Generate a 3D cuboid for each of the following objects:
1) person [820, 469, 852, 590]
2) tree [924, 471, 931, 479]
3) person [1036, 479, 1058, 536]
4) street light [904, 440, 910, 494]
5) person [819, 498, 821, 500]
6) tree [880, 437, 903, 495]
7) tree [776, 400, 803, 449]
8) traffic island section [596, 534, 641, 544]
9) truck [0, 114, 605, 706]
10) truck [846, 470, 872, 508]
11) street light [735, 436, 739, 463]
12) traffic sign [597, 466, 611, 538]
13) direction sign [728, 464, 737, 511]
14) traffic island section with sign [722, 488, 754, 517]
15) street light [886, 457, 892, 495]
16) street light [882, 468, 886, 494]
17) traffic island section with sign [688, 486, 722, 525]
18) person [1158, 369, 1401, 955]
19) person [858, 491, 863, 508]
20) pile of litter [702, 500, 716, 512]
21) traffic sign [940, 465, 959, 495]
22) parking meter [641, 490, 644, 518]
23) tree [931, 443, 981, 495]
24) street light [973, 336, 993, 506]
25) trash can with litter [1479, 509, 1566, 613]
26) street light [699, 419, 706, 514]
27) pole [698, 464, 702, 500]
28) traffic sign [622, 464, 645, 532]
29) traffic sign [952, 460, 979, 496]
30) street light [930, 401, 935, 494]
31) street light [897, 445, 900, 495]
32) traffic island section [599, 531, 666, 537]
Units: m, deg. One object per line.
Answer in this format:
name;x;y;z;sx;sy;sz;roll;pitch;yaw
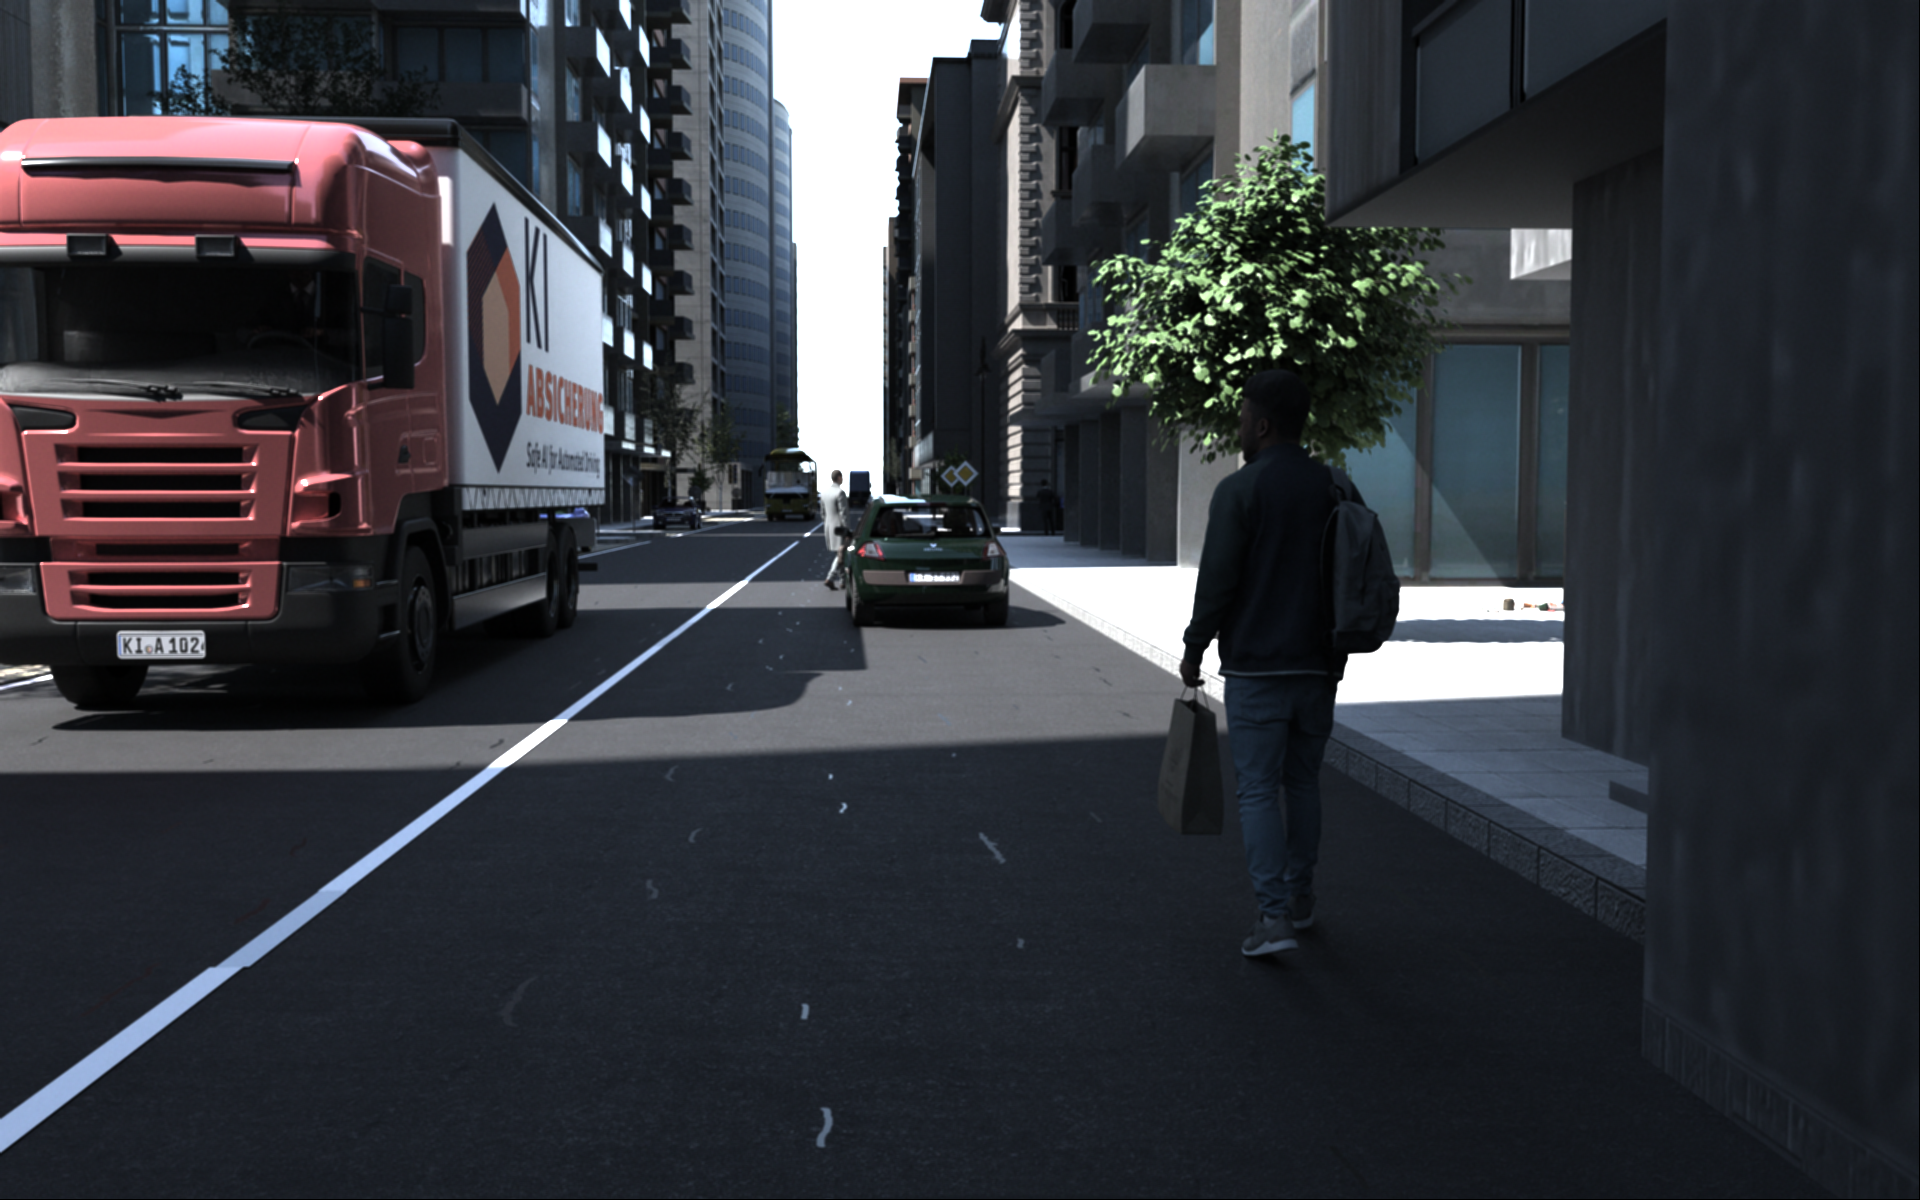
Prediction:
person;-1.797;-1.064;26.002;0.767;1.812;0.694;-3;5;-40
tree;-0.466;-4.791;72.935;1.663;3.219;1.824;0;3;0
person;2.720;-2.857;54.575;0.648;1.900;0.474;-1;4;-18
street light;-4.089;-9.845;133.761;0.468;5.910;1.993;0;4;-3
person;-11.343;-8.454;146.817;1.348;1.812;0.705;2;4;25
tree;-8.013;-16.541;220.802;4.360;8.622;3.978;0;3;0
tree;-22.576;-17.827;209.592;7.486;12.596;7.792;0;3;0
traffic island section;-10.589;-1.732;50.597;2.009;0.180;2.903;0;4;-3
truck;-5.103;-1.607;15.183;2.839;4.237;11.283;0;4;-4
truck;-10.700;-12.101;187.609;2.967;4.110;18.799;0;4;-5
street light;-17.390;-9.942;135.343;0.468;5.910;1.993;0;4;-3
traffic sign;-10.566;-2.868;50.537;0.795;2.450;0.064;0;4;-3
direction sign;-17.317;-8.564;132.010;0.379;3.537;0.876;3;4;37
traffic island section with sign;-13.868;-6.079;108.025;1.989;1.847;2.006;0;4;-3
street light;-8.409;-14.514;210.097;0.468;5.910;1.993;0;4;-3
street light;-10.371;-16.572;243.732;0.468;5.910;1.993;0;4;-3
traffic island section with sign;-12.293;-4.402;80.594;1.989;1.847;2.006;0;4;-3
person;0.962;0.184;5.482;0.794;1.824;0.713;0;4;-2
person;-9.930;-10.057;173.454;0.617;1.759;0.750;-1;4;-20
pile of litter;-18.749;-6.910;126.948;1.719;0.858;1.176;0;4;-4
traffic sign;-0.291;-3.392;59.097;0.795;2.450;0.064;0;4;-3
parking meter;-17.103;-5.148;92.575;0.372;1.533;0.369;0;3;0
tree;-0.039;-4.342;65.587;1.663;3.219;1.824;0;3;0
street light;0.671;-4.764;50.685;0.468;5.910;1.993;0;4;-3
trash can with litter;6.580;-0.506;19.325;2.233;1.210;1.678;-2;4;-26
street light;-15.850;-8.200;106.854;0.468;5.910;1.993;0;4;-3
pole;-17.559;-7.526;116.887;0.158;3.312;0.155;0;3;0
traffic sign;-11.019;-3.356;58.509;0.795;2.450;0.064;0;4;-3
traffic sign;0.163;-2.904;51.125;0.795;2.450;0.064;0;4;-3
street light;-1.276;-6.908;85.728;0.468;5.910;1.993;0;4;-3
street light;-5.720;-11.553;161.676;0.468;5.910;1.993;0;4;-3
traffic island section;-11.042;-2.219;58.569;2.009;0.180;2.903;0;4;-3
